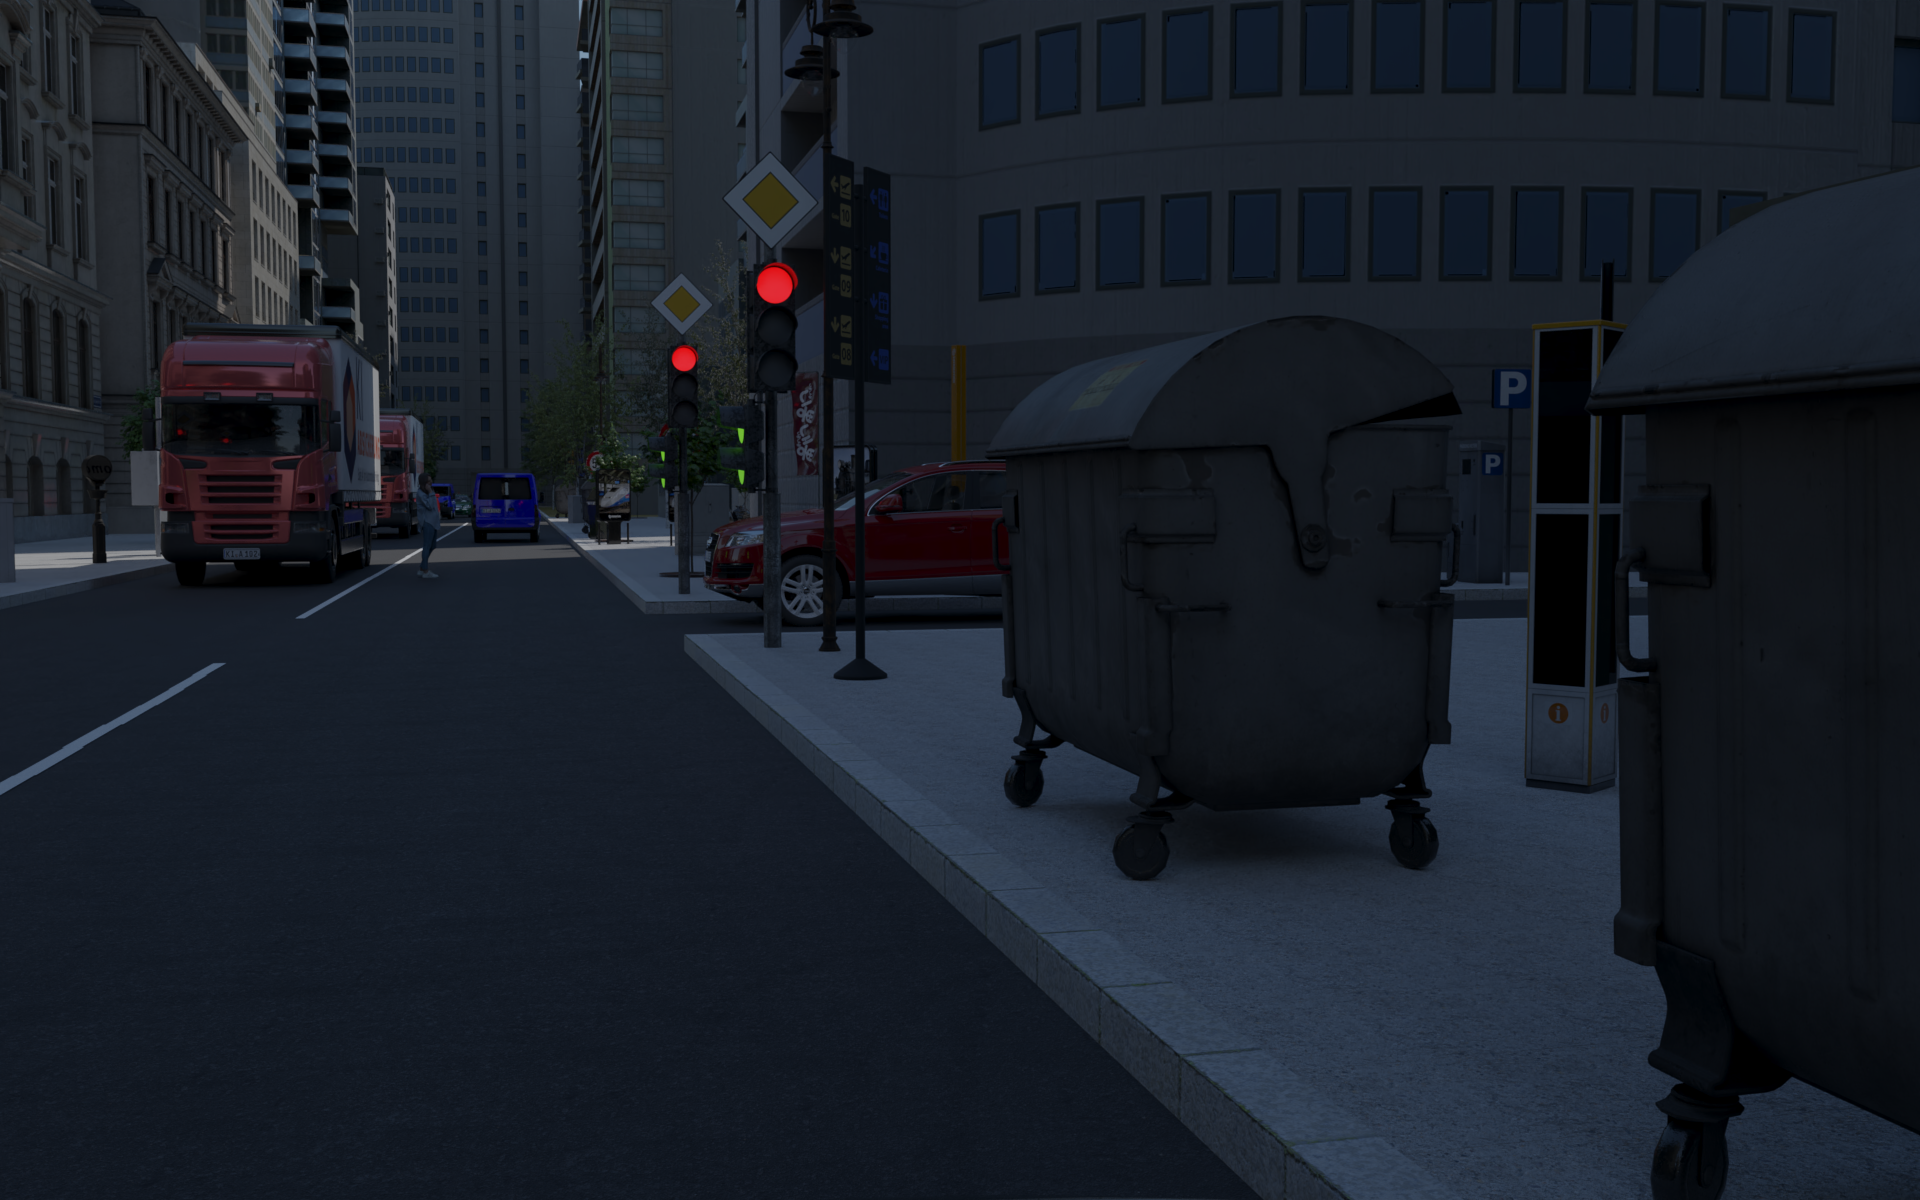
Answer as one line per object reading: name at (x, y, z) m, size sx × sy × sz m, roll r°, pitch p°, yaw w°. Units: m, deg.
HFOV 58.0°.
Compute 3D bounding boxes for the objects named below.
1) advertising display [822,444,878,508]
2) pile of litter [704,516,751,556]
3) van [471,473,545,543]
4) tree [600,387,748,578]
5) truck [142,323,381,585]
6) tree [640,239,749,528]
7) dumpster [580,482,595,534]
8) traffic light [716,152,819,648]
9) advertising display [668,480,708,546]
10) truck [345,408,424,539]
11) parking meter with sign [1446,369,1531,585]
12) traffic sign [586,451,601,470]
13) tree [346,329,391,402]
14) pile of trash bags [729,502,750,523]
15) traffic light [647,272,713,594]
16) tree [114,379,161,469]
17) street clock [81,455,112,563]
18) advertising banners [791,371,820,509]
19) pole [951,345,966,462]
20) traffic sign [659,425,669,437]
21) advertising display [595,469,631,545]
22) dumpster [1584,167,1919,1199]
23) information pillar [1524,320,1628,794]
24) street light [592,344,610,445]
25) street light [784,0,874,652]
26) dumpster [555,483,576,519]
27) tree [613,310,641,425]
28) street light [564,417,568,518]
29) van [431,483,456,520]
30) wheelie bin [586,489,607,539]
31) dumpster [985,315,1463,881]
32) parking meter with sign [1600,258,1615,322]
advertising display at (-1.445, -1.070, 22.713) m, size 0.123 × 1.923 × 0.974 m, roll -3°, pitch 5°, yaw -45°
pile of litter at (-4.436, -1.216, 33.853) m, size 1.176 × 0.858 × 1.719 m, roll 0°, pitch 4°, yaw 8°
van at (-13.807, -2.963, 52.826) m, size 2.240 × 2.365 × 5.245 m, roll -1°, pitch 4°, yaw -13°
tree at (-4.309, -1.981, 26.985) m, size 1.663 × 3.219 × 1.824 m, roll 0°, pitch 3°, yaw 0°
truck at (-12.051, -2.565, 30.854) m, size 2.839 × 4.237 × 11.283 m, roll -1°, pitch 4°, yaw -14°
tree at (-6.028, -6.061, 49.464) m, size 4.360 × 8.622 × 3.978 m, roll 0°, pitch 3°, yaw 0°
dumpster at (-11.723, -3.105, 56.532) m, size 1.264 × 1.857 × 1.865 m, roll -1°, pitch 4°, yaw -14°
traffic light at (-1.587, -1.558, 14.390) m, size 0.839 × 4.253 × 0.868 m, roll -1°, pitch 4°, yaw -14°
advertising display at (-6.712, -2.295, 42.741) m, size 0.974 × 1.923 × 0.123 m, roll 0°, pitch 4°, yaw 4°
truck at (-19.759, -4.278, 58.862) m, size 2.839 × 4.237 × 11.283 m, roll -1°, pitch 4°, yaw -15°
parking meter with sign at (7.564, -1.761, 25.046) m, size 0.543 × 3.016 × 1.738 m, roll -1°, pitch 4°, yaw -9°
traffic sign at (-10.577, -3.104, 50.863) m, size 0.768 × 2.556 × 0.104 m, roll 0°, pitch 4°, yaw -7°
tree at (-27.504, -7.731, 76.771) m, size 4.360 × 8.622 × 3.978 m, roll 0°, pitch 3°, yaw 0°
pile of trash bags at (-7.274, -2.764, 54.943) m, size 1.912 × 1.369 × 3.447 m, roll 2°, pitch 4°, yaw 33°
traffic light at (-3.559, -2.031, 22.128) m, size 0.839 × 4.253 × 0.868 m, roll -1°, pitch 4°, yaw -14°
tree at (-20.148, -3.748, 44.997) m, size 4.285 × 4.588 × 4.351 m, roll 0°, pitch 3°, yaw 0°
street clock at (-15.959, -1.682, 32.069) m, size 0.358 × 2.002 × 0.471 m, roll 3°, pitch 5°, yaw 41°
advertising banners at (-1.569, -1.731, 24.489) m, size 2.074 × 3.025 × 0.090 m, roll 2°, pitch 4°, yaw 30°
pole at (-0.017, -1.834, 23.822) m, size 0.158 × 3.312 × 0.155 m, roll 0°, pitch 3°, yaw 0°
traffic sign at (-4.701, -1.781, 29.220) m, size 0.768 × 2.556 × 0.104 m, roll -1°, pitch 4°, yaw -12°
advertising display at (-8.820, -2.377, 44.082) m, size 0.974 × 1.923 × 0.123 m, roll -3°, pitch 5°, yaw -43°
dumpster at (1.949, 0.203, 2.448) m, size 1.264 × 1.857 × 1.865 m, roll -1°, pitch 4°, yaw -14°
information pillar at (2.679, -0.186, 7.539) m, size 0.304 × 2.012 × 0.304 m, roll 3°, pitch 5°, yaw 42°
street light at (-11.043, -4.927, 53.337) m, size 0.468 × 5.910 × 1.993 m, roll -1°, pitch 4°, yaw -14°
street light at (-1.067, -2.520, 13.984) m, size 0.468 × 5.910 × 1.993 m, roll -1°, pitch 4°, yaw -14°
dumpster at (-20.803, -5.254, 91.658) m, size 1.264 × 1.857 × 1.865 m, roll -1°, pitch 4°, yaw -14°
tree at (-10.829, -6.957, 64.113) m, size 4.360 × 8.622 × 3.978 m, roll 0°, pitch 3°, yaw 0°
street light at (-21.542, -7.449, 94.580) m, size 0.468 × 5.910 × 1.993 m, roll -1°, pitch 4°, yaw -14°
van at (-29.801, -5.759, 98.550) m, size 2.240 × 2.365 × 5.245 m, roll -1°, pitch 4°, yaw -14°
wheelie bin at (-10.205, -2.529, 49.262) m, size 0.693 × 1.594 × 0.980 m, roll -3°, pitch 4°, yaw -36°
dumpster at (0.928, -0.045, 6.498) m, size 1.264 × 1.857 × 1.865 m, roll -1°, pitch 4°, yaw -14°
parking meter with sign at (5.646, -1.013, 12.829) m, size 1.738 × 3.016 × 0.543 m, roll 1°, pitch 4°, yaw 20°
